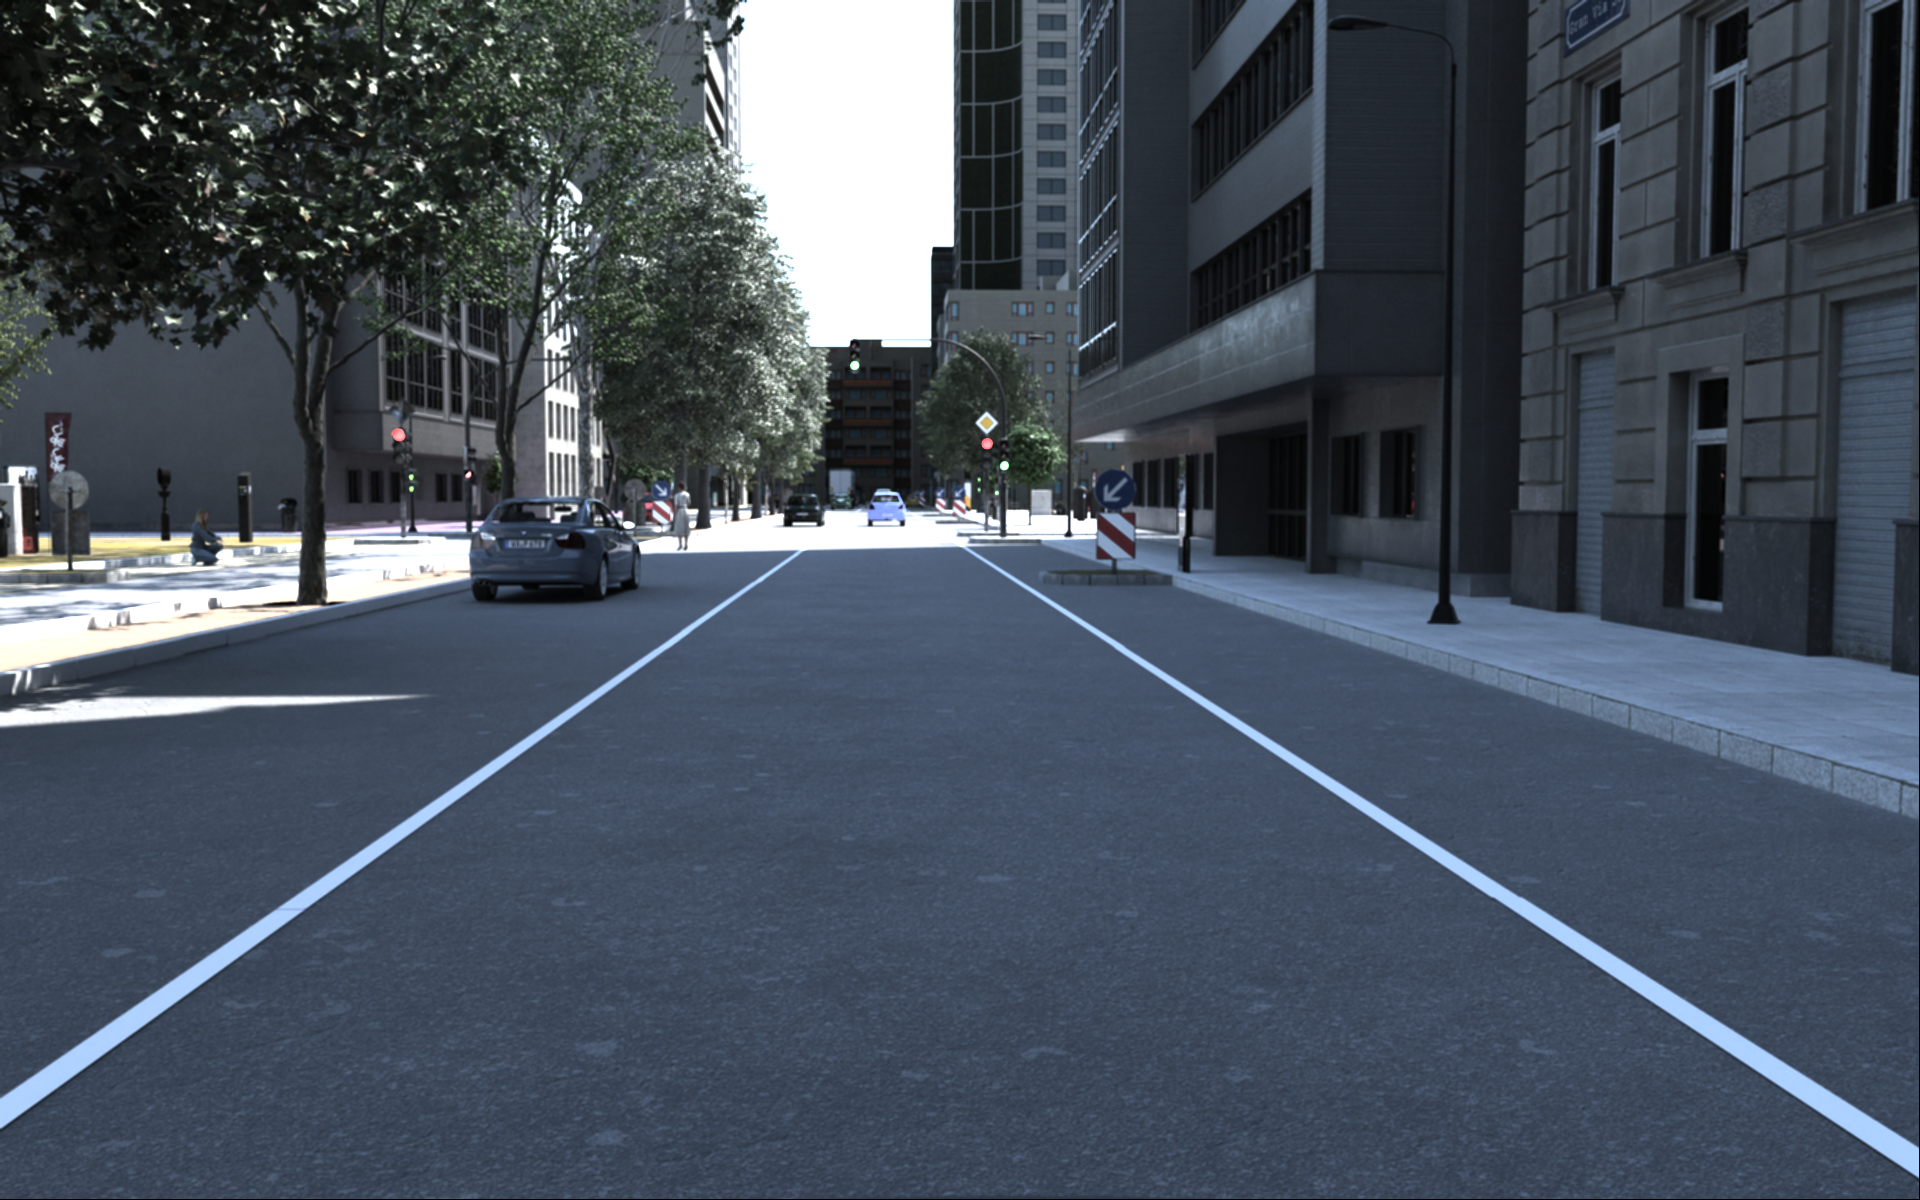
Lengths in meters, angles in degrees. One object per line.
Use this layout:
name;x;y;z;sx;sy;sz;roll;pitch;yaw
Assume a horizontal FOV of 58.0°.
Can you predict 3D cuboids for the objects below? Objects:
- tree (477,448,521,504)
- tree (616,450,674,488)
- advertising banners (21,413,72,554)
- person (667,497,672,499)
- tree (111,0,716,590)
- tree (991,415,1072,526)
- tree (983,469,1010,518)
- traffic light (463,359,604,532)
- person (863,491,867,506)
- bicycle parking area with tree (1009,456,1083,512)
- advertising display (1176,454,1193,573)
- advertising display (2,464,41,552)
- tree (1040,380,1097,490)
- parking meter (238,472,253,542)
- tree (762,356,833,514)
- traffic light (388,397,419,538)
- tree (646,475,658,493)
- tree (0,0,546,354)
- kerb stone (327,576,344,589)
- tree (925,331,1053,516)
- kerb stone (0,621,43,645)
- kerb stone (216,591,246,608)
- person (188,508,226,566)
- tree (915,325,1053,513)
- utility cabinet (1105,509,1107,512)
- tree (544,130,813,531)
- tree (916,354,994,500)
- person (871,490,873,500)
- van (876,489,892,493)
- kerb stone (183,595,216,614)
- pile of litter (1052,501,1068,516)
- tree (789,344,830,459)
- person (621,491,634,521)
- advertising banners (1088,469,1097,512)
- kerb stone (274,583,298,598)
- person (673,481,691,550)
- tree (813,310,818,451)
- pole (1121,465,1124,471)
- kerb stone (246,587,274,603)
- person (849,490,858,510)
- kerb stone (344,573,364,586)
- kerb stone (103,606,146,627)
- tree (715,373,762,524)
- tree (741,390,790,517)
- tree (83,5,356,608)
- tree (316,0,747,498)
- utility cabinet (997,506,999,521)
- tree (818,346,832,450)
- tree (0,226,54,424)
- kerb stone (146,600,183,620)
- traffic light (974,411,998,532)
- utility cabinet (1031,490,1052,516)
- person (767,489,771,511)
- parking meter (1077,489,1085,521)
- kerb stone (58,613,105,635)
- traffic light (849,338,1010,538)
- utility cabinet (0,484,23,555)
tree;-19.080;-4.701;71.460;1.663;3.219;1.824;0;3;0
tree;-23.009;-9.002;130.896;4.285;4.588;4.351;0;3;0
advertising banners;-20.125;-2.503;37.107;2.074;3.025;0.090;-1;4;-15
person;-19.231;-6.410;113.859;0.519;1.759;0.362;1;4;13
tree;-8.336;-6.337;31.819;9.928;11.665;9.643;0;3;0
tree;2.930;-5.323;70.748;4.285;4.588;4.351;0;3;0
tree;1.795;-6.035;93.267;1.663;3.219;1.824;0;3;0
traffic light;-14.370;-5.106;58.157;4.771;5.953;1.251;0;4;-3
person;-11.337;-12.076;205.951;0.705;1.824;1.348;-1;4;-21
bicycle parking area with tree;6.453;-8.774;130.460;8.231;4.147;9.016;2;4;35
advertising display;3.698;-1.425;28.516;0.123;1.923;0.974;0;4;-2
advertising display;-20.586;-2.006;38.017;0.123;1.923;0.974;1;4;11
tree;7.035;-9.713;109.168;4.360;8.622;3.978;0;3;0
parking meter;-19.017;-2.469;46.081;0.255;1.863;0.399;0;4;-6
tree;-12.885;-12.416;123.579;7.486;12.596;7.792;0;3;0
traffic light;-16.097;-3.739;50.051;0.839;4.253;0.868;0;4;-3
tree;-21.982;-7.936;124.355;1.663;3.219;1.824;0;3;0
tree;-8.141;-5.654;11.915;9.611;12.733;9.660;0;3;0
kerb stone;-9.548;-0.236;26.140;0.120;0.150;1.000;0;4;-3
tree;1.525;-10.118;99.838;8.767;10.594;7.601;2;4;31
kerb stone;-9.152;0.321;16.943;0.120;0.150;1.000;0;4;-3
kerb stone;-9.371;0.009;22.055;0.120;0.150;1.000;0;4;-3
person;-14.956;-1.257;34.554;0.738;1.151;1.012;0;4;-5
tree;1.578;-12.286;117.888;9.611;12.733;9.660;0;3;0
utility cabinet;7.553;-4.987;92.692;1.020;1.237;0.306;-2;4;-25
tree;-10.070;-9.330;61.651;9.857;13.997;8.962;0;3;0
tree;-0.150;-13.582;140.186;7.486;12.596;7.792;0;3;0
person;-8.311;-9.544;164.483;0.705;1.831;1.348;0;4;-6
van;-6.590;-8.714;149.488;2.013;2.044;4.112;0;4;-3
kerb stone;-9.320;0.071;21.035;0.120;0.150;1.000;0;4;-3
pile of litter;5.695;-5.397;102.207;1.719;0.858;1.176;-1;4;-19
tree;-11.512;-9.852;89.289;9.928;11.665;9.643;0;3;0
person;-13.509;-3.848;70.780;0.474;1.900;0.648;2;4;28
advertising banners;9.066;-7.729;122.551;0.090;3.025;2.074;-2;4;-30
kerb stone;-9.467;-0.116;24.097;0.120;0.150;1.000;0;4;-3
person;-7.113;-2.145;44.144;0.480;1.755;0.524;-3;5;-41
tree;-10.672;-9.936;71.572;9.857;13.997;8.962;0;3;0
pole;11.525;-7.907;123.128;0.158;3.312;0.155;0;3;0
kerb stone;-9.415;-0.054;23.076;0.120;0.150;1.000;0;4;-3
person;-9.898;-9.231;159.362;0.705;1.831;1.348;-3;5;-40
kerb stone;-9.603;-0.300;27.165;0.120;0.150;1.000;0;4;-3
kerb stone;-9.234;0.196;18.993;0.120;0.150;1.000;0;4;-3
tree;-10.943;-7.838;80.965;4.737;8.622;4.395;0;3;0
tree;-12.070;-9.473;107.699;4.360;8.622;3.978;0;3;0
tree;-8.211;-5.724;21.805;9.928;11.665;9.643;0;3;0
tree;-10.526;-11.308;43.234;12.611;20.169;13.585;0;3;0
utility cabinet;1.966;-4.463;81.647;0.318;1.500;1.173;1;4;11
tree;-11.824;-11.674;99.976;9.857;13.997;8.962;0;3;0
tree;-25.657;-5.810;45.363;4.737;8.622;4.395;0;3;0
kerb stone;-9.278;0.134;20.014;0.120;0.150;1.000;0;4;-3
traffic light;0.887;-4.275;58.823;0.839;4.253;0.868;0;4;-3
utility cabinet;4.714;-5.607;100.345;1.173;1.500;0.318;0;4;0
person;-15.832;-8.261;143.436;0.599;1.838;0.709;-3;5;-44
parking meter;5.706;-4.473;81.540;0.372;1.533;0.369;0;3;0
kerb stone;-9.186;0.263;17.964;0.120;0.150;1.000;0;4;-3
traffic light;-0.840;-4.645;50.611;4.771;5.953;1.251;0;4;-3
utility cabinet;-20.288;-1.685;36.229;1.173;1.500;0.318;0;4;1
